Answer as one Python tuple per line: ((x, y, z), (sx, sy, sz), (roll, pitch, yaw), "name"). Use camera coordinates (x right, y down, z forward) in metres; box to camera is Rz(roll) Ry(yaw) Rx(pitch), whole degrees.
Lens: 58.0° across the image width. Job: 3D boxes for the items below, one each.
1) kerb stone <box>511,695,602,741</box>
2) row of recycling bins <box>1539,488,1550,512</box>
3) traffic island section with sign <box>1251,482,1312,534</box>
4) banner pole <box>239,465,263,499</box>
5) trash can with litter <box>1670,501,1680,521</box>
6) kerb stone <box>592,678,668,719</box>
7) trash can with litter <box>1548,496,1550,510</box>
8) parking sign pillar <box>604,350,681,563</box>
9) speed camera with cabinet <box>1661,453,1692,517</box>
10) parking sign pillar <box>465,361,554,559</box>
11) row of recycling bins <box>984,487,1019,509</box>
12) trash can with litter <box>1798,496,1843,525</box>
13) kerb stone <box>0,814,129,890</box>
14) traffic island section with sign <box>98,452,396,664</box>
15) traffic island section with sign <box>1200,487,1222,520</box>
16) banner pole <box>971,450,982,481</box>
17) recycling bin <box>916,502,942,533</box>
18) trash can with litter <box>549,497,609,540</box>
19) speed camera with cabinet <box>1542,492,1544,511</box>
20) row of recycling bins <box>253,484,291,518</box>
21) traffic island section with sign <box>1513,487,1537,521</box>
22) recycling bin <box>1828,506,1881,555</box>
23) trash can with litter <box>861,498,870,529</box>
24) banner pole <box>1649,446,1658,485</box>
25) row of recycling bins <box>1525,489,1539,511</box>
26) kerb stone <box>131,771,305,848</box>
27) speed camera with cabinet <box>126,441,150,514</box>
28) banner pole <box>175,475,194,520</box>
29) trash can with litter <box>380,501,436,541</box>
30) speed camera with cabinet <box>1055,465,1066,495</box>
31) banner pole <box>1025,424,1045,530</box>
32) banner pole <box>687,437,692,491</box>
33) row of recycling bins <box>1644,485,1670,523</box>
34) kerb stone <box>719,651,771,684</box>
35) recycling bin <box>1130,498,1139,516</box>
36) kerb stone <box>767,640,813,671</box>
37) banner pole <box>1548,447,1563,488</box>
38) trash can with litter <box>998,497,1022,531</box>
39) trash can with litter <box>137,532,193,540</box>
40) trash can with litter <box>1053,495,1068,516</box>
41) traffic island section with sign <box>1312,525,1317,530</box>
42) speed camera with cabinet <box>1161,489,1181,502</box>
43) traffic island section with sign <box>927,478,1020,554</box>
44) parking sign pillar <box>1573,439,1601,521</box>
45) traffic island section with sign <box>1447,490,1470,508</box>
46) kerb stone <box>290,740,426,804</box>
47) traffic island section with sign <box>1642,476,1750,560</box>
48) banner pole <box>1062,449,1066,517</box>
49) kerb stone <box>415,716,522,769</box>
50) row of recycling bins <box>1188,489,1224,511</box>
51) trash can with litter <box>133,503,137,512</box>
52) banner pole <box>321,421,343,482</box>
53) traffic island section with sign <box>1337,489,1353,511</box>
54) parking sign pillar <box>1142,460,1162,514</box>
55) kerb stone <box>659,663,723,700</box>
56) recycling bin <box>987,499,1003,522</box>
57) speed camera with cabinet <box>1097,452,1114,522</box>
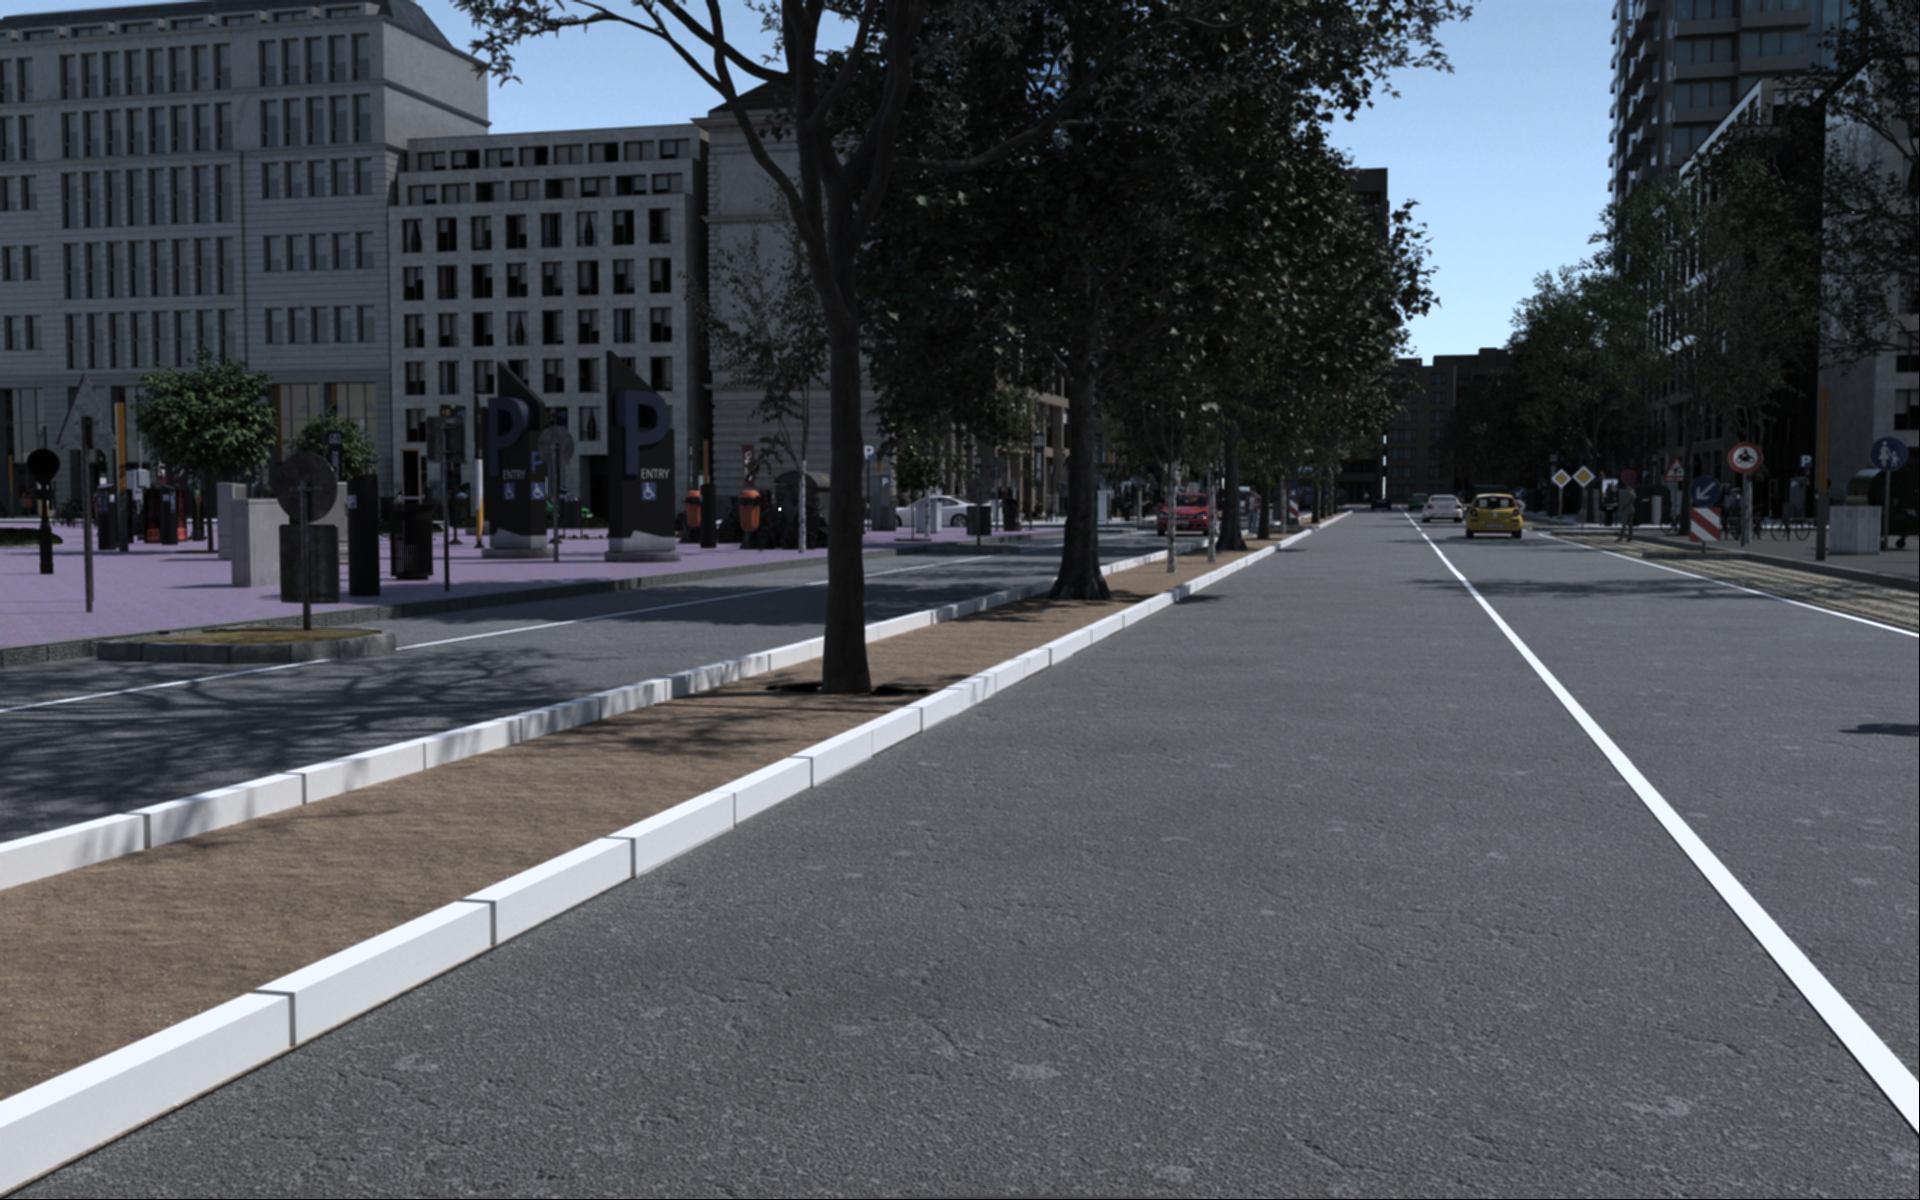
((-2.455, 0.724, 10.451), (0.120, 0.150, 1.000), (1, 4, 14), "kerb stone")
((42.930, -7.214, 125.069), (1.069, 1.692, 3.534), (1, 4, 8), "row of recycling bins")
((11.626, -3.349, 62.889), (2.006, 1.907, 1.989), (1, 4, 14), "traffic island section with sign")
((-20.672, -3.708, 50.649), (0.863, 3.779, 0.401), (-3, 5, -39), "banner pole")
((33.332, -4.274, 81.267), (0.624, 1.170, 1.055), (-2, 4, -33), "trash can with litter")
((-2.206, 0.658, 11.444), (0.120, 0.150, 1.000), (1, 4, 14), "kerb stone")
((40.932, -6.622, 119.650), (0.624, 1.170, 1.055), (1, 4, 17), "trash can with litter")
((-6.072, -2.725, 33.023), (1.447, 3.967, 1.447), (3, 5, 40), "parking sign pillar")
((34.446, -5.438, 83.251), (0.660, 3.252, 2.038), (0, 4, -5), "speed camera with cabinet")
((-8.905, -2.833, 34.797), (1.447, 3.967, 1.447), (3, 4, 37), "parking sign pillar")
((1.911, -5.367, 94.869), (1.069, 1.692, 3.534), (3, 5, 42), "row of recycling bins")
((35.851, -3.701, 71.568), (1.678, 1.210, 2.233), (-3, 4, -39), "trash can with litter")
((-3.446, 0.965, 6.465), (0.120, 0.150, 1.000), (1, 4, 14), "kerb stone")
((-6.237, -0.426, 15.594), (1.989, 1.847, 2.006), (1, 4, 14), "traffic island section with sign")
((13.602, -5.327, 95.730), (1.989, 1.847, 2.006), (1, 4, 14), "traffic island section with sign")
((0.881, -6.587, 97.716), (0.863, 3.779, 0.401), (-2, 4, -26), "banner pole")
((-1.026, -2.705, 56.773), (0.722, 1.027, 0.722), (1, 4, 13), "recycling bin")
((-10.684, -2.343, 49.358), (2.233, 1.210, 1.678), (0, 4, 2), "trash can with litter")
((45.905, -8.558, 134.264), (2.038, 3.252, 0.660), (1, 4, 23), "speed camera with cabinet")
((-26.770, -3.854, 70.128), (3.534, 1.692, 1.069), (-1, 4, -10), "row of recycling bins")
((29.499, -5.090, 91.854), (1.989, 1.847, 2.006), (1, 4, 14), "traffic island section with sign")
((18.941, -1.475, 36.669), (0.722, 1.027, 0.722), (-1, 4, -20), "recycling bin")
((-3.466, -2.869, 58.300), (0.624, 1.170, 1.055), (1, 4, 13), "trash can with litter")
((36.235, -6.154, 90.640), (0.401, 3.779, 0.863), (-1, 4, -15), "banner pole")
((42.948, -7.488, 129.536), (1.069, 1.692, 3.534), (1, 4, 11), "row of recycling bins")
((-3.190, 0.903, 7.457), (0.120, 0.150, 1.000), (1, 4, 14), "kerb stone")
((-30.218, -4.317, 64.926), (0.660, 3.252, 2.038), (2, 4, 29), "speed camera with cabinet")
((-38.167, -5.845, 85.585), (0.863, 3.779, 0.401), (1, 4, 15), "banner pole")
((-15.265, -2.247, 47.794), (1.678, 1.210, 2.233), (-2, 4, -35), "trash can with litter")
((6.842, -7.528, 117.415), (0.660, 3.252, 2.038), (0, 4, -4), "speed camera with cabinet")
((2.701, -4.392, 61.827), (0.863, 3.779, 0.401), (-3, 5, -39), "banner pole")
((-11.827, -5.257, 75.964), (0.401, 3.779, 0.863), (0, 4, 3), "banner pole")
((30.944, -4.291, 77.271), (1.069, 1.692, 3.534), (1, 4, 14), "row of recycling bins")
((-1.716, 0.536, 13.435), (0.120, 0.150, 1.000), (1, 4, 14), "kerb stone")
((10.430, -5.444, 101.558), (0.722, 1.027, 0.722), (-2, 4, -26), "recycling bin")
((-1.463, 0.476, 14.426), (0.120, 0.150, 1.000), (1, 4, 14), "kerb stone")
((31.707, -6.244, 92.107), (0.863, 3.779, 0.401), (2, 4, 28), "banner pole")
((1.762, -2.972, 59.986), (0.624, 1.170, 1.055), (1, 4, 21), "trash can with litter")
((-22.415, -2.300, 48.665), (2.233, 1.210, 1.678), (1, 4, 9), "trash can with litter")
((6.442, -5.646, 103.363), (2.233, 1.210, 1.678), (3, 4, 38), "trash can with litter")
((13.416, -3.788, 70.078), (2.006, 1.907, 1.989), (1, 4, 14), "traffic island section with sign")
((14.197, -7.655, 119.498), (2.038, 3.252, 0.660), (2, 4, 24), "speed camera with cabinet")
((0.391, -2.061, 42.320), (1.989, 1.847, 2.006), (1, 4, 14), "traffic island section with sign")
((30.487, -5.834, 83.864), (1.447, 3.967, 1.447), (0, 4, -8), "parking sign pillar")
((48.193, -9.709, 167.364), (1.989, 1.847, 2.006), (1, 4, 14), "traffic island section with sign")
((-2.943, 0.840, 8.456), (0.120, 0.150, 1.000), (1, 4, 14), "kerb stone")
((16.284, -1.823, 38.439), (1.989, 1.847, 2.006), (1, 4, 14), "traffic island section with sign")
((5.732, -6.453, 95.522), (0.401, 3.779, 0.863), (1, 4, 15), "banner pole")
((-2.701, 0.783, 9.449), (0.120, 0.150, 1.000), (1, 4, 14), "kerb stone")
((19.084, -7.722, 133.364), (3.534, 1.692, 1.069), (3, 5, 39), "row of recycling bins")
((-29.690, -3.118, 62.373), (1.055, 1.170, 0.624), (-3, 4, -38), "trash can with litter")
((-21.595, -4.248, 59.469), (0.863, 3.779, 0.401), (0, 4, -1), "banner pole")
((31.464, -8.250, 143.025), (2.006, 1.907, 1.989), (1, 4, 14), "traffic island section with sign")
((12.110, -7.425, 109.869), (1.447, 3.967, 1.447), (0, 4, -6), "parking sign pillar")
((-1.961, 0.597, 12.437), (0.120, 0.150, 1.000), (1, 4, 14), "kerb stone")
((1.658, -4.192, 81.099), (0.722, 1.027, 0.722), (2, 4, 29), "recycling bin")
((6.719, -5.268, 80.474), (0.660, 3.252, 2.038), (1, 4, 16), "speed camera with cabinet")
